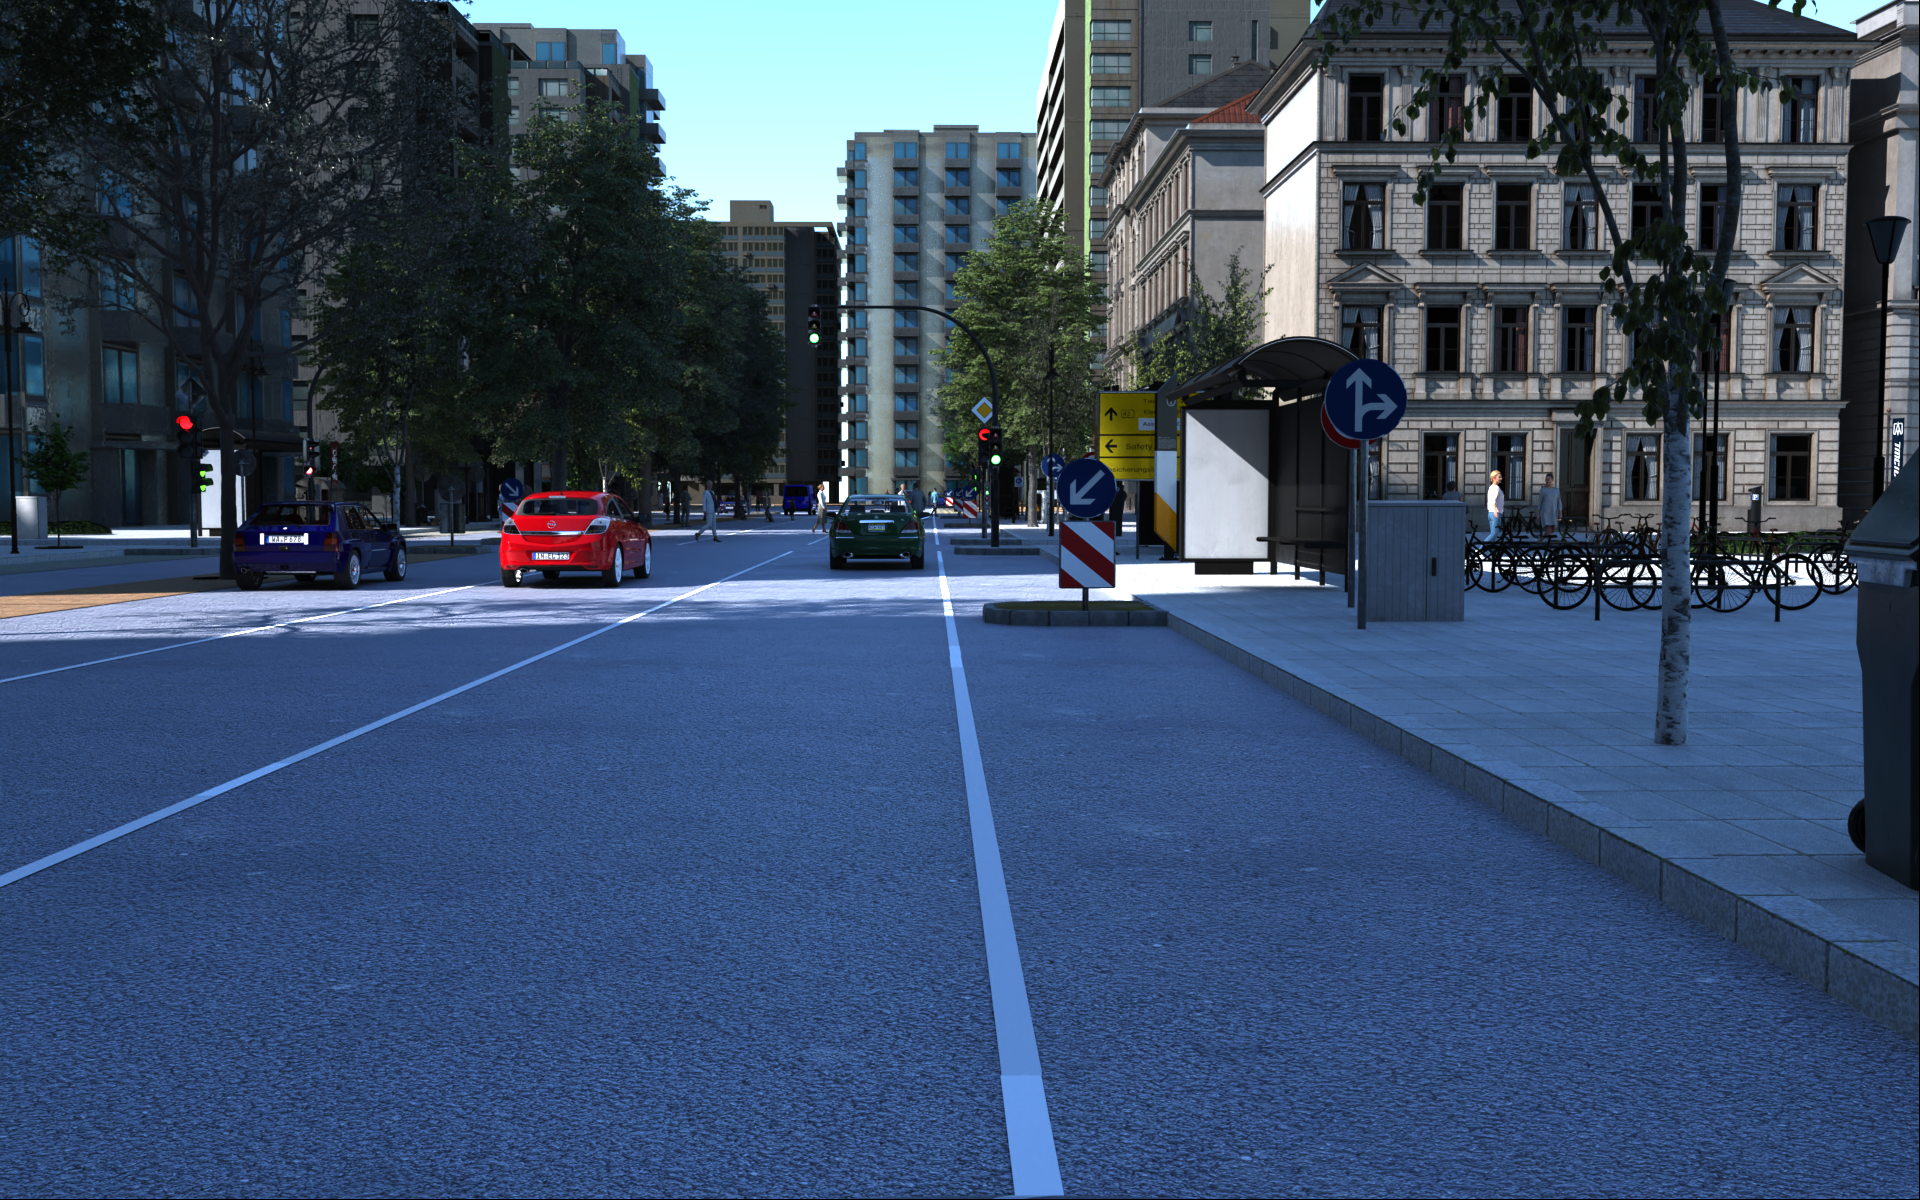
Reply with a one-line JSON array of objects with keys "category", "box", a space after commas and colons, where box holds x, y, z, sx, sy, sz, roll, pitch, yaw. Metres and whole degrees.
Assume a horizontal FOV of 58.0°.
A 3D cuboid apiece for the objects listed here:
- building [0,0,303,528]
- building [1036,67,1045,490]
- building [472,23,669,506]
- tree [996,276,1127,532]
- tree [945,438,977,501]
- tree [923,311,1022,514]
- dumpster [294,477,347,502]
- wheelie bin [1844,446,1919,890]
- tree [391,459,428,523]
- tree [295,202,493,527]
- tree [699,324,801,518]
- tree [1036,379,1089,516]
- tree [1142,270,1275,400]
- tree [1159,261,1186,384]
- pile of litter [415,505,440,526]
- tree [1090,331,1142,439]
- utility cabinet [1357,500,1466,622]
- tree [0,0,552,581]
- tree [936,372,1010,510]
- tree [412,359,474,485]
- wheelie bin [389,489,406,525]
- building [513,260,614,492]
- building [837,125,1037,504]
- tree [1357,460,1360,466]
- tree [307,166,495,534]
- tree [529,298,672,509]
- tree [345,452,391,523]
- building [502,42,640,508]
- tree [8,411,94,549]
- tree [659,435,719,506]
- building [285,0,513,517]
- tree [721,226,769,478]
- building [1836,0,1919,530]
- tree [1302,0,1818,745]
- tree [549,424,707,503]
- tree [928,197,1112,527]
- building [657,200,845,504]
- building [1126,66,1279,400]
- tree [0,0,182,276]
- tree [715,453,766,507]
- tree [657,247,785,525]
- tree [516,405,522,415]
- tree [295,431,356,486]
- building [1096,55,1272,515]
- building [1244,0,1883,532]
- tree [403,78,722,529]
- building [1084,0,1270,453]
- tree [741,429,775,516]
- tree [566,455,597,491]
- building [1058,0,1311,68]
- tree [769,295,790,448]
[{"category": "building", "box": [-42.458, -27.663, 71.896, 23.786, 49.044, 30.456, 0, 4, -1]}, {"category": "building", "box": [19.276, -34.114, 181.470, 21.300, 48.544, 21.600, 0, 4, -1]}, {"category": "building", "box": [-46.302, -34.242, 179.467, 30.456, 49.044, 23.786, 0, 4, -1]}, {"category": "tree", "box": [3.209, -6.627, 58.719, 4.360, 8.622, 3.978, 0, 3, 0]}, {"category": "tree", "box": [0.630, -15.147, 198.018, 4.737, 8.622, 4.395, 0, 3, 0]}, {"category": "tree", "box": [2.419, -12.260, 110.824, 12.009, 13.543, 11.850, 0, 3, 0]}, {"category": "dumpster", "box": [-22.021, -3.295, 59.639, 1.264, 1.857, 1.865, 0, 4, -1]}, {"category": "wheelie bin", "box": [3.388, 0.132, 5.756, 0.693, 1.594, 0.980, 1, 4, 8]}, {"category": "tree", "box": [-27.181, -5.538, 85.148, 1.663, 3.219, 1.824, 0, 3, 0]}, {"category": "tree", "box": [-21.929, -9.130, 67.406, 7.486, 12.596, 7.792, 0, 3, 0]}, {"category": "tree", "box": [-13.224, -11.101, 102.082, 7.486, 12.596, 7.792, 0, 3, 0]}, {"category": "tree", "box": [5.987, -9.164, 100.195, 4.737, 8.622, 4.395, 0, 3, 0]}, {"category": "tree", "box": [8.656, -6.564, 57.681, 4.737, 8.622, 4.395, 0, 3, 0]}, {"category": "tree", "box": [7.743, -6.225, 52.134, 4.360, 8.622, 3.978, 0, 3, 0]}, {"category": "pile of litter", "box": [-21.446, -3.420, 69.881, 1.176, 0.858, 1.719, 2, 4, 33]}, {"category": "tree", "box": [8.219, -7.679, 75.914, 4.737, 8.622, 4.395, 0, 3, 0]}, {"category": "utility cabinet", "box": [4.561, -0.388, 17.500, 1.020, 1.237, 0.306, 0, 4, -3]}, {"category": "tree", "box": [-12.162, -7.069, 28.404, 12.009, 13.543, 11.850, 0, 3, 0]}, {"category": "tree", "box": [1.771, -13.074, 139.520, 9.928, 11.665, 9.643, 0, 3, 0]}, {"category": "tree", "box": [-27.569, -8.723, 92.983, 4.737, 8.622, 4.395, 0, 3, 0]}, {"category": "wheelie bin", "box": [-23.351, -3.918, 71.975, 0.693, 1.594, 0.980, -1, 4, -16]}, {"category": "building", "box": [-44.343, -17.974, 138.907, 27.650, 21.520, 28.899, 0, 4, -1]}, {"category": "building", "box": [-0.623, -37.170, 227.330, 30.456, 49.044, 23.786, 0, 4, -1]}, {"category": "tree", "box": [7.709, -2.670, 38.249, 1.663, 3.219, 1.824, 0, 3, 0]}, {"category": "tree", "box": [-12.317, -5.199, 37.822, 4.360, 8.622, 3.978, 0, 3, 0]}, {"category": "tree", "box": [-12.680, -6.667, 61.828, 4.737, 8.622, 4.395, 0, 3, 0]}, {"category": "tree", "box": [-28.495, -5.365, 82.324, 1.663, 3.219, 1.824, 0, 3, 0]}, {"category": "building", "box": [-37.621, -29.130, 159.877, 14.154, 41.232, 14.086, 0, 4, -1]}, {"category": "tree", "box": [-21.139, -2.818, 40.672, 1.663, 3.219, 1.824, 0, 3, 0]}, {"category": "tree", "box": [-23.112, -12.658, 141.378, 8.767, 10.594, 7.601, 0, 4, -2]}, {"category": "building", "box": [-35.168, -20.252, 102.819, 14.160, 30.474, 14.107, 0, 4, -1]}, {"category": "tree", "box": [-12.753, -9.815, 69.582, 9.857, 13.997, 8.962, 0, 3, 0]}, {"category": "building", "box": [42.990, -13.616, 64.427, 24.055, 21.916, 13.314, 0, 4, -1]}, {"category": "tree", "box": [3.429, -3.567, 8.688, 4.360, 8.622, 3.978, 0, 3, 0]}, {"category": "tree", "box": [-21.995, -12.001, 113.218, 9.611, 12.733, 9.660, 0, 3, 0]}, {"category": "tree", "box": [2.461, -9.103, 66.957, 7.486, 12.596, 7.792, 0, 3, 0]}, {"category": "building", "box": [-27.924, -33.021, 231.777, 23.993, 40.220, 32.217, 0, 4, -1]}, {"category": "building", "box": [15.622, -15.582, 90.915, 11.583, 22.565, 21.152, 0, 4, -1]}, {"category": "tree", "box": [-11.515, -4.887, 16.775, 8.767, 10.594, 7.601, 0, 4, -1]}, {"category": "tree", "box": [-24.031, -15.583, 171.788, 9.611, 12.733, 9.660, 0, 3, 0]}, {"category": "tree", "box": [-13.299, -10.287, 81.022, 12.009, 13.543, 11.850, 0, 3, 0]}, {"category": "tree", "box": [-21.367, -8.595, 90.883, 4.737, 8.622, 4.395, 0, 3, 0]}, {"category": "tree", "box": [-33.272, -6.567, 91.080, 4.285, 4.588, 4.351, 0, 3, 0]}, {"category": "building", "box": [16.884, -19.950, 113.570, 14.401, 28.519, 23.554, 0, 4, -1]}, {"category": "building", "box": [20.804, -12.120, 62.789, 19.286, 19.102, 10.561, 0, 4, -1]}, {"category": "tree", "box": [-12.672, -8.879, 54.282, 9.857, 13.997, 8.962, 0, 3, 0]}, {"category": "building", "box": [16.999, -28.003, 141.437, 14.154, 41.232, 14.086, 0, 4, -1]}, {"category": "tree", "box": [-13.466, -9.628, 110.237, 4.737, 8.622, 4.395, 0, 3, 0]}, {"category": "tree", "box": [-27.160, -8.530, 123.180, 4.285, 4.588, 4.351, 0, 3, 0]}, {"category": "building", "box": [19.414, -32.762, 159.358, 21.300, 48.544, 21.600, 0, 4, -1]}, {"category": "tree", "box": [-13.486, -11.237, 92.832, 9.857, 13.997, 8.962, 0, 3, 0]}]
